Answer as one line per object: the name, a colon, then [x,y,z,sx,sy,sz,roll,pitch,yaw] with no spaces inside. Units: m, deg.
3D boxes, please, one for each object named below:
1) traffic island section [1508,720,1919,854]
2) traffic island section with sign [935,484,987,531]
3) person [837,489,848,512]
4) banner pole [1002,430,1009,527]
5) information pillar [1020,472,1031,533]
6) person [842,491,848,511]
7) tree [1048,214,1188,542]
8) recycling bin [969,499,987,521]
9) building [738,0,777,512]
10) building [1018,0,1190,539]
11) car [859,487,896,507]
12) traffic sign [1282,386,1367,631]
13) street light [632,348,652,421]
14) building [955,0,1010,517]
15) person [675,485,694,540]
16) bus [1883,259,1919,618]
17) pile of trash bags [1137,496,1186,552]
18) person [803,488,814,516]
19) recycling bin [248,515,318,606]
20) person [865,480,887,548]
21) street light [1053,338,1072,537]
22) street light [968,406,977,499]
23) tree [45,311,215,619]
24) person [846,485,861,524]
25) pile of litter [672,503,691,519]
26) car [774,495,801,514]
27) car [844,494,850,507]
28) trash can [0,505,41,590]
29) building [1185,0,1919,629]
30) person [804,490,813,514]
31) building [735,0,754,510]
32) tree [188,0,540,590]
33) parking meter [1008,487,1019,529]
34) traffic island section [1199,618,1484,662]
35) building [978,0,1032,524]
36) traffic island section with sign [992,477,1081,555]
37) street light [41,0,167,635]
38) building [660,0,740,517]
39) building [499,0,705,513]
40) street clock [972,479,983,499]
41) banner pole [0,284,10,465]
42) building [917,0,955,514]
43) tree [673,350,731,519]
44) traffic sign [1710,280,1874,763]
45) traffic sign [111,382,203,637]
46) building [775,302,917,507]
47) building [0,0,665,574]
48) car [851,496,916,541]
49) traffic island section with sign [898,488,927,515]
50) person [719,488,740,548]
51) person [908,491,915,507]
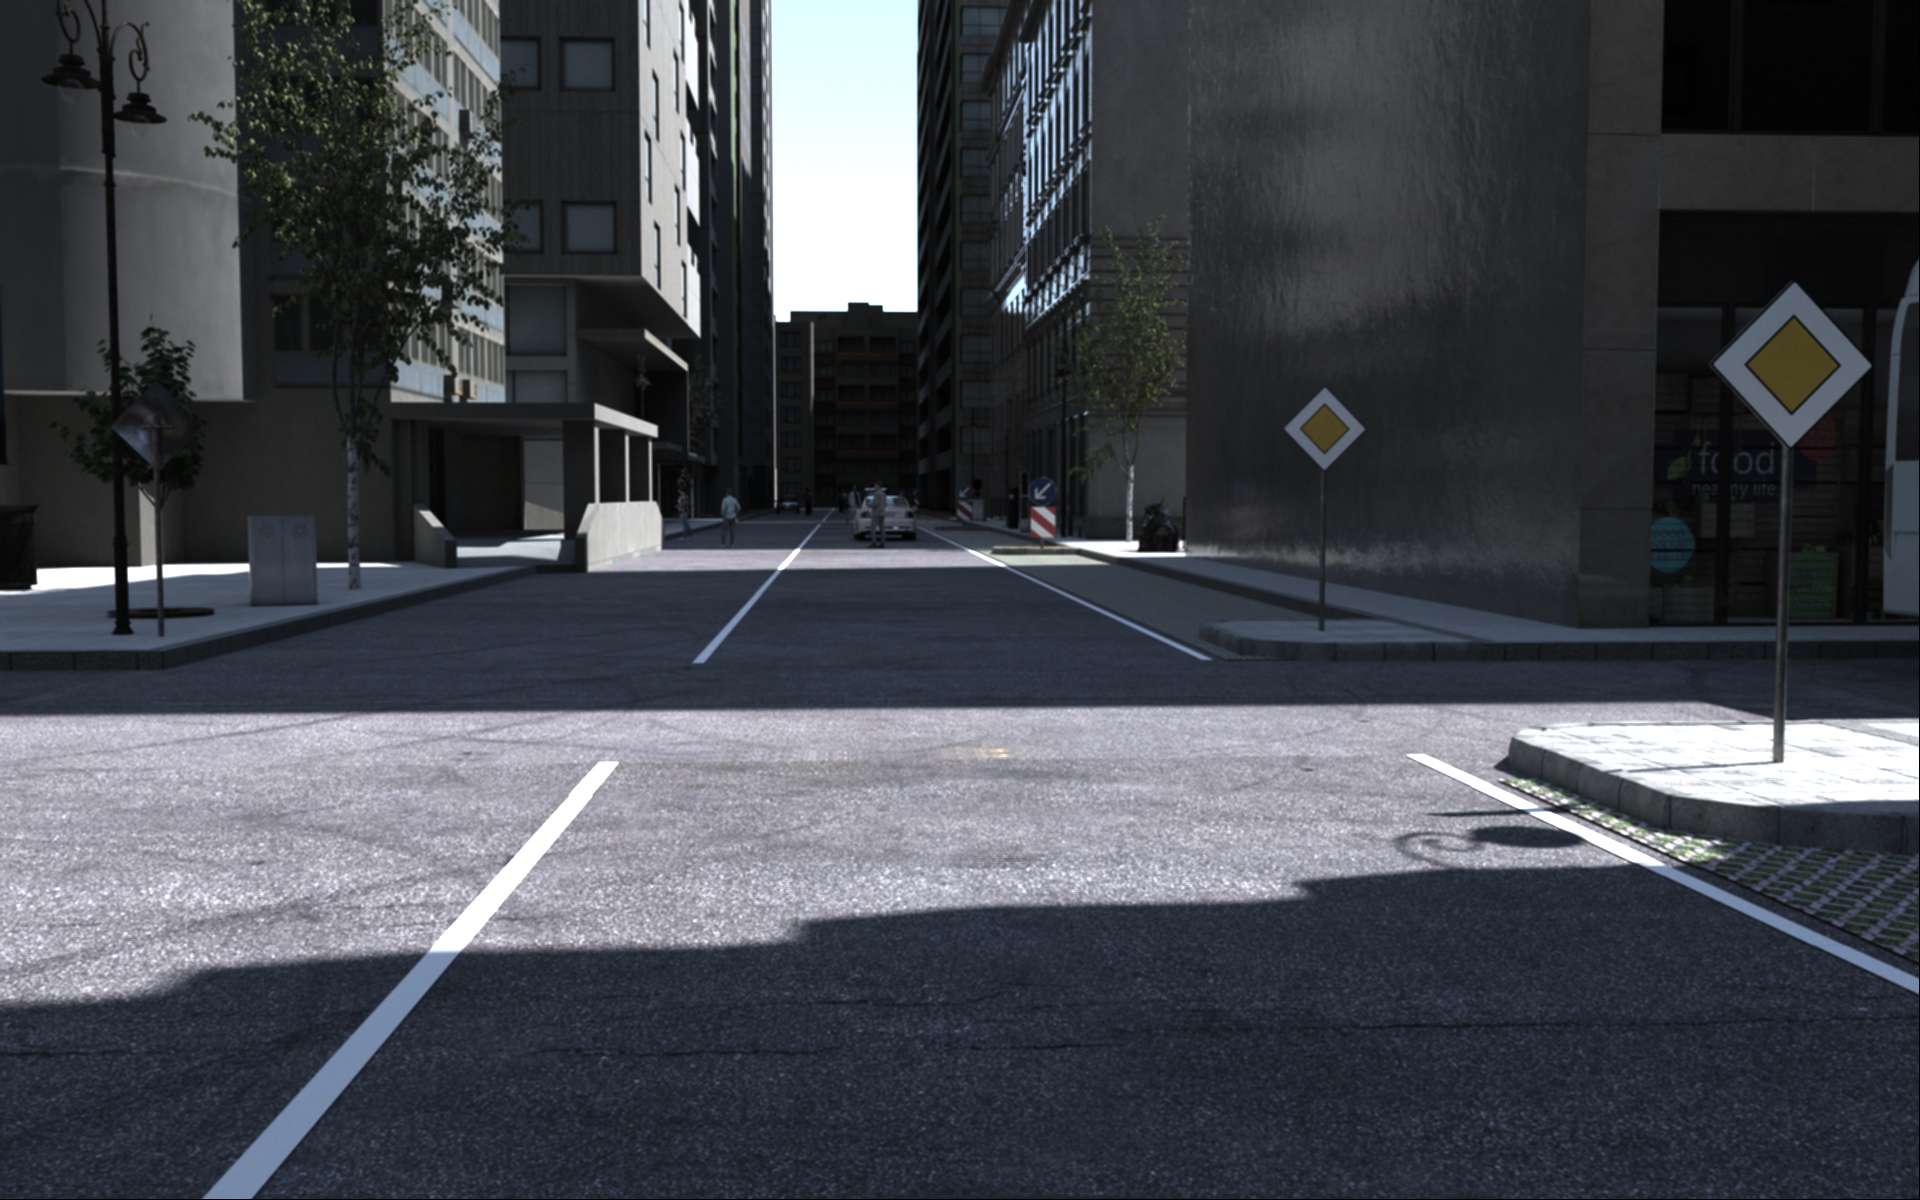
traffic island section: [3.934,0.855,8.299,2.009,0.180,2.903,0,4,-4]
traffic island section with sign: [0.011,-3.649,68.291,1.989,1.847,2.006,0,4,-4]
person: [-9.278,-7.773,135.591,0.705,1.823,1.348,2,4,32]
banner pole: [1.795,-4.712,67.065,0.401,3.779,0.863,1,4,12]
information pillar: [2.177,-3.251,57.641,0.304,2.012,0.304,1,4,12]
person: [-9.939,-8.497,148.363,0.756,1.711,0.436,0,4,-4]
tree: [4.474,-5.855,46.099,4.737,8.622,4.395,0,3,0]
recycling bin: [0.846,-4.248,82.005,0.722,1.027,0.722,1,4,13]
building: [-27.354,-43.821,154.717,20.611,71.187,20.563,0,4,-4]
building: [7.668,-12.744,57.515,9.793,20.994,18.267,0,4,-4]
car: [-4.887,-5.664,101.280,2.281,1.827,5.304,0,4,-2]
traffic sign: [3.390,-0.767,16.188,0.795,2.450,0.064,0,4,-4]
street light: [-10.113,-5.040,55.184,0.468,5.910,1.993,0,4,-4]
building: [6.615,-25.562,101.539,14.154,41.232,14.086,0,4,-4]
person: [-8.497,-2.703,53.527,0.643,1.720,0.563,-1,4,-19]
bus: [14.007,-1.109,12.996,13.247,3.499,2.948,0,4,-5]
pile of trash bags: [5.145,-1.822,39.543,1.912,1.369,3.447,1,4,16]
person: [-10.146,-6.564,115.835,0.705,1.823,1.348,-2,4,-35]
recycling bin: [-7.900,-0.467,20.188,0.722,1.027,0.722,-1,4,-23]
person: [-2.241,-2.290,46.134,0.583,1.804,0.606,1,4,19]
street light: [3.086,-4.810,51.423,0.468,5.910,1.993,0,4,-4]
street light: [0.660,-7.226,90.929,0.468,5.910,1.993,0,4,-4]
tree: [-8.442,-1.454,18.367,1.663,3.219,1.824,0,3,0]
person: [-4.993,-4.469,81.450,0.818,1.842,0.514,3,4,37]
pile of litter: [-14.252,-4.591,89.027,1.176,0.858,1.719,1,4,16]
car: [-12.526,-6.944,126.110,1.945,1.354,3.894,0,4,-6]
car: [-10.225,-9.205,162.292,2.131,1.459,4.920,0,4,-5]
trash can: [-12.736,-0.708,23.235,0.748,1.137,0.748,0,3,0]
building: [22.221,-13.568,26.357,34.151,26.468,19.350,0,4,-4]
person: [-10.976,-7.084,125.119,0.742,1.727,0.445,1,4,20]
building: [-23.174,-29.444,131.514,14.600,45.320,14.200,0,4,-4]
tree: [-7.948,-4.454,23.190,4.737,8.622,4.395,0,3,0]
parking meter: [1.975,-3.399,63.981,0.372,1.533,0.369,0,3,0]
traffic island section: [3.413,0.368,16.267,2.009,0.180,2.903,0,4,-4]
building: [7.941,-17.233,79.031,12.463,27.353,25.104,0,4,-4]
traffic island section with sign: [1.782,-2.004,41.394,1.989,1.847,2.006,0,4,-4]
street light: [-7.664,-2.623,15.680,0.468,5.910,1.993,0,4,-4]
building: [-19.929,-25.258,96.566,14.154,41.232,14.086,0,4,-4]
building: [-24.959,-29.367,69.391,28.713,52.752,27.495,0,4,-4]
street clock: [0.831,-4.821,83.387,0.471,2.002,0.358,-1,4,-12]
banner pole: [-10.225,-1.705,17.889,0.401,3.779,0.863,2,4,27]
building: [7.601,-31.701,142.014,21.300,48.544,21.600,0,4,-4]
tree: [-13.811,-8.393,87.593,4.360,8.622,3.978,0,3,0]
traffic sign: [3.911,-0.280,8.220,0.795,2.450,0.064,0,4,-4]
traffic sign: [-7.183,-0.726,15.520,0.795,2.450,0.064,0,4,-4]
building: [-10.168,-20.966,187.830,28.899,21.520,27.650,0,4,-4]
building: [-23.340,-21.055,36.127,32.217,40.220,23.993,0,4,-4]
car: [-2.403,-2.597,54.821,2.083,1.381,4.827,0,4,-5]
traffic island section with sign: [-3.235,-6.691,118.023,1.989,1.847,2.006,0,4,-4]
person: [-6.181,-2.209,46.422,0.589,1.601,0.330,-2,4,-26]
person: [-3.130,-6.214,111.572,0.415,1.643,0.593,-1,4,-19]
